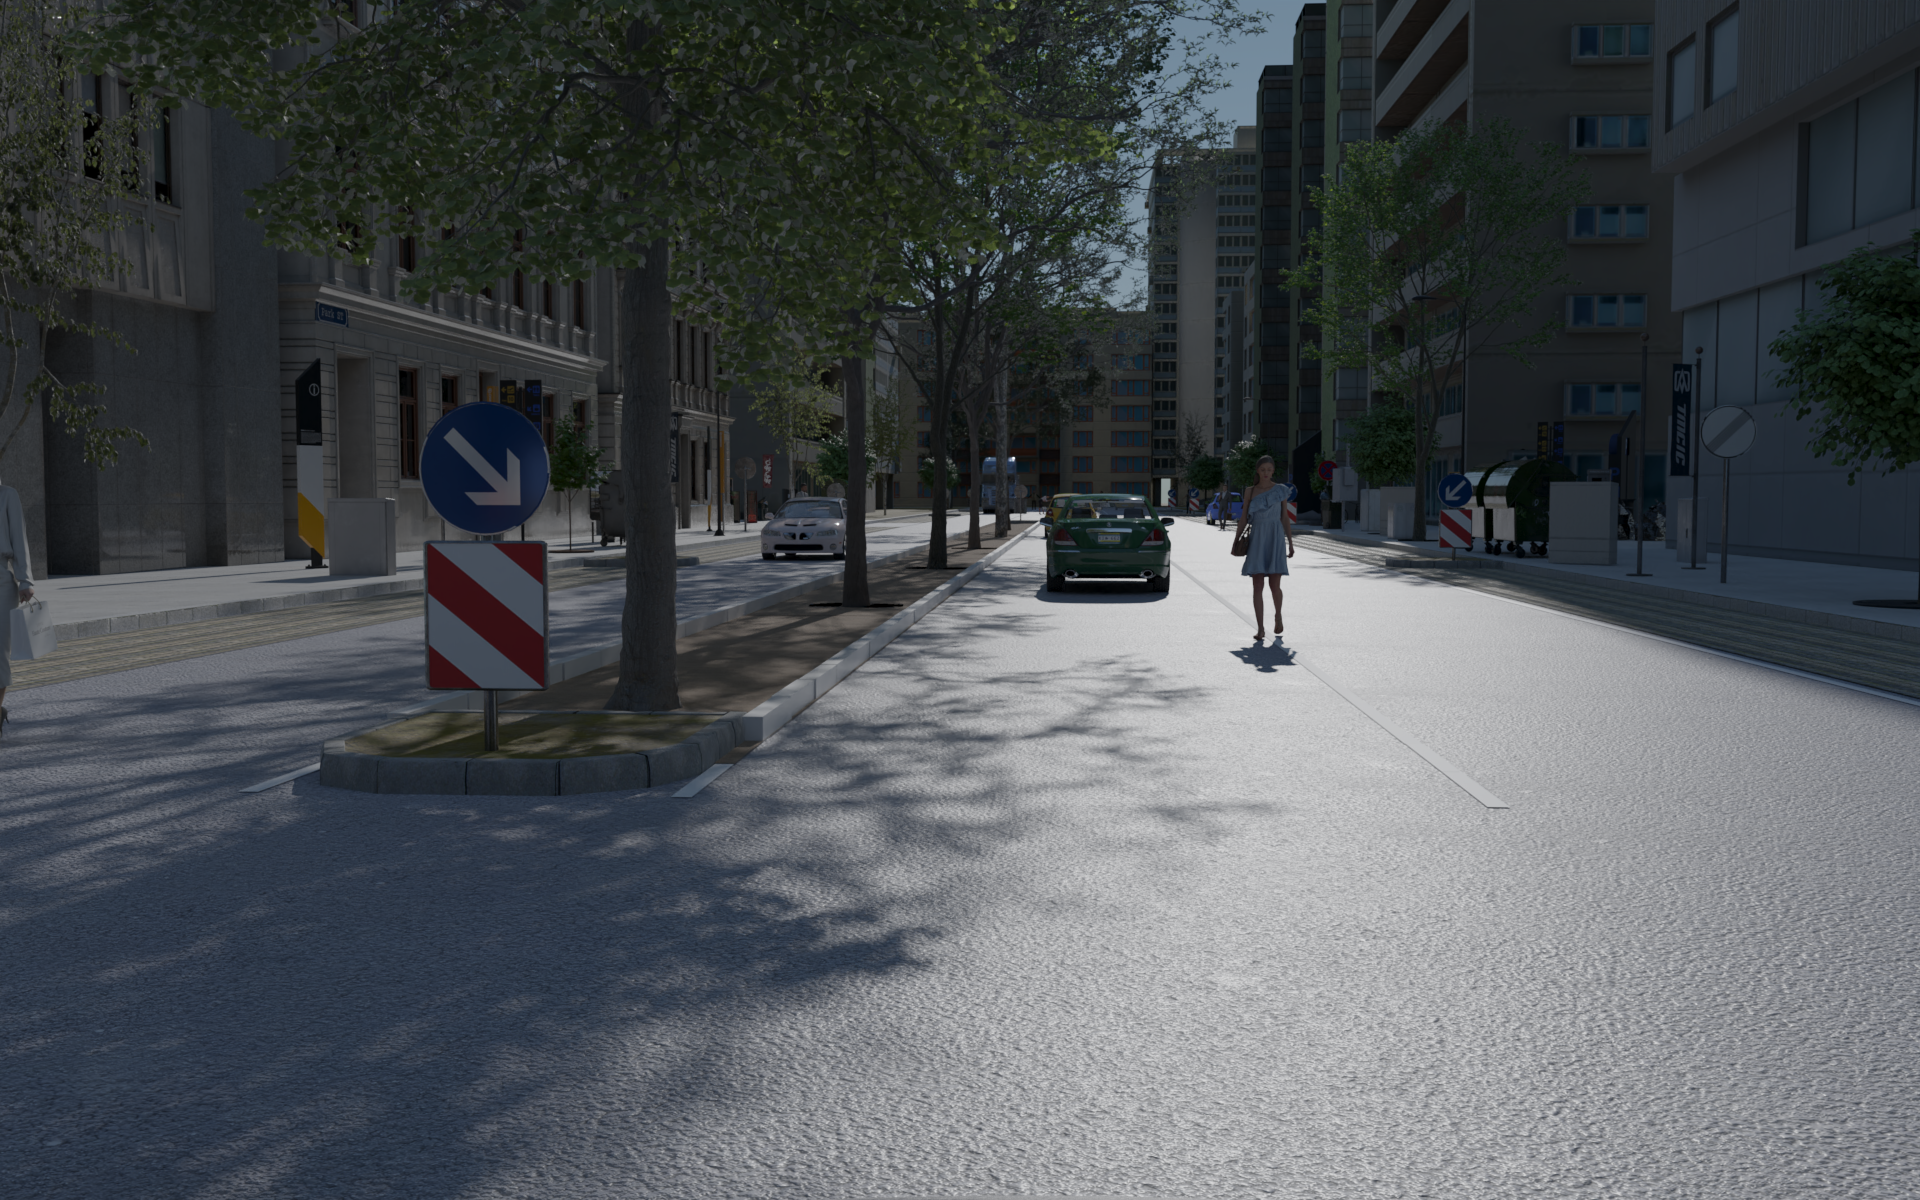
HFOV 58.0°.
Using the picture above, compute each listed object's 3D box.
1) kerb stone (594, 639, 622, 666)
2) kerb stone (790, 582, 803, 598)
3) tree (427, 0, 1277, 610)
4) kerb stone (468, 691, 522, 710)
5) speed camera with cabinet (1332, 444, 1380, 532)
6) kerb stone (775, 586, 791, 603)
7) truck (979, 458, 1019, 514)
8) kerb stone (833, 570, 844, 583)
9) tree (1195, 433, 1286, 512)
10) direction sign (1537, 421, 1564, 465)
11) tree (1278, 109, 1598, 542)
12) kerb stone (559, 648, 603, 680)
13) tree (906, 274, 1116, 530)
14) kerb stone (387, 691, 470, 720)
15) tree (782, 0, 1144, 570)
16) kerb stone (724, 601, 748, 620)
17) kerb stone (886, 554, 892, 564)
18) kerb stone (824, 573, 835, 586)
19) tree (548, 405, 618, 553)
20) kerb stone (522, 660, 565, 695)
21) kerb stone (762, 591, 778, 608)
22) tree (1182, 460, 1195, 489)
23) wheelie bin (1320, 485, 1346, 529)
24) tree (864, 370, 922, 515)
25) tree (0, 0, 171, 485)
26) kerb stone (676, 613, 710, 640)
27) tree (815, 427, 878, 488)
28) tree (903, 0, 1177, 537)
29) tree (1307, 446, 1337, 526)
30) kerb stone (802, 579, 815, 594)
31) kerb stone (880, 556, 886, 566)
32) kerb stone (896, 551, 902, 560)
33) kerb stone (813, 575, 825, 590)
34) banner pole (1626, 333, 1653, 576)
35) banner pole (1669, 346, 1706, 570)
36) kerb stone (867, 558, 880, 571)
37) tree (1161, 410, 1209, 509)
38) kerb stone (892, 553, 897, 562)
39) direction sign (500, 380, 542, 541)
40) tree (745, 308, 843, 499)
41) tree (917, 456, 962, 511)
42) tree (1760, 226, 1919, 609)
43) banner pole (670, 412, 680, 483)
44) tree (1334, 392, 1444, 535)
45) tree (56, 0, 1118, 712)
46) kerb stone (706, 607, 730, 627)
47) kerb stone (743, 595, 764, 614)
[{"bbox_3d":[-2.977,0.455,14.753,0.120,0.150,1.000,0,4,4],"label":"kerb stone"},{"bbox_3d":[-2.341,-0.107,23.941,0.120,0.150,1.000,0,4,4],"label":"kerb stone"},{"bbox_3d":[-1.292,-6.637,21.340,12.009,13.543,11.850,0,3,0],"label":"tree"},{"bbox_3d":[-3.190,0.644,11.672,0.120,0.150,1.000,0,4,4],"label":"kerb stone"},{"bbox_3d":[13.798,-3.971,59.266,2.038,3.252,0.660,-1,4,-15],"label":"speed camera with cabinet"},{"bbox_3d":[-2.411,-0.044,22.921,0.120,0.150,1.000,0,4,4],"label":"kerb stone"},{"bbox_3d":[3.303,-8.807,133.756,2.967,4.110,18.799,0,4,3],"label":"truck"},{"bbox_3d":[-2.049,-0.351,28.023,0.120,0.150,1.000,0,4,4],"label":"kerb stone"},{"bbox_3d":[15.619,-6.642,92.314,4.285,4.588,4.351,0,3,0],"label":"tree"},{"bbox_3d":[18.459,-3.805,54.202,0.379,3.537,0.876,-3,5,-44],"label":"direction sign"},{"bbox_3d":[12.640,-7.395,46.671,9.928,11.665,9.643,0,3,0],"label":"tree"},{"bbox_3d":[-3.043,0.522,13.727,0.120,0.150,1.000,0,4,4],"label":"kerb stone"},{"bbox_3d":[1.918,-8.015,67.914,8.767,10.594,7.601,0,4,4],"label":"tree"},{"bbox_3d":[-3.261,0.707,10.641,0.120,0.150,1.000,0,4,4],"label":"kerb stone"},{"bbox_3d":[-0.321,-6.373,32.405,9.928,11.665,9.643,0,3,0],"label":"tree"},{"bbox_3d":[-2.621,0.143,19.857,0.120,0.150,1.000,0,4,4],"label":"kerb stone"},{"bbox_3d":[-1.556,-0.793,35.170,0.120,0.150,1.000,0,4,4],"label":"kerb stone"},{"bbox_3d":[-2.125,-0.294,27.000,0.120,0.150,1.000,0,4,4],"label":"kerb stone"},{"bbox_3d":[-8.558,-2.639,37.752,1.663,3.219,1.824,0,3,0],"label":"tree"},{"bbox_3d":[-3.123,0.581,12.698,0.120,0.150,1.000,0,4,4],"label":"kerb stone"},{"bbox_3d":[-2.478,0.018,21.900,0.120,0.150,1.000,0,4,4],"label":"kerb stone"},{"bbox_3d":[18.030,-8.746,126.713,4.285,4.588,4.351,0,3,0],"label":"tree"},{"bbox_3d":[13.630,-3.400,63.490,0.980,1.594,0.693,-1,4,-17],"label":"wheelie bin"},{"bbox_3d":[-4.429,-9.390,103.894,4.737,8.622,4.395,0,3,0],"label":"tree"},{"bbox_3d":[-10.468,-4.171,18.553,4.360,8.622,3.978,0,3,0],"label":"tree"},{"bbox_3d":[-2.763,0.268,17.817,0.120,0.150,1.000,0,4,4],"label":"kerb stone"},{"bbox_3d":[-5.612,-6.176,84.685,4.285,4.588,4.351,0,3,0],"label":"tree"},{"bbox_3d":[0.209,-12.182,57.529,12.611,20.169,13.585,0,3,0],"label":"tree"},{"bbox_3d":[14.592,-4.605,69.897,1.663,3.219,1.824,0,3,0],"label":"tree"},{"bbox_3d":[-2.261,-0.169,24.960,0.120,0.150,1.000,0,4,4],"label":"kerb stone"},{"bbox_3d":[-1.627,-0.728,34.151,0.120,0.150,1.000,0,4,4],"label":"kerb stone"},{"bbox_3d":[-1.411,-0.919,37.215,0.120,0.150,1.000,0,4,4],"label":"kerb stone"},{"bbox_3d":[-2.193,-0.231,25.980,0.120,0.150,1.000,0,4,4],"label":"kerb stone"},{"bbox_3d":[10.734,-2.277,27.246,0.401,3.779,0.863,1,4,22],"label":"banner pole"},{"bbox_3d":[12.329,-2.407,29.375,0.863,3.779,0.401,-2,4,-27],"label":"banner pole"},{"bbox_3d":[-1.698,-0.665,33.131,0.120,0.150,1.000,0,4,4],"label":"kerb stone"},{"bbox_3d":[19.479,-12.083,147.923,4.360,8.622,3.978,0,3,0],"label":"tree"},{"bbox_3d":[-1.483,-0.856,36.196,0.120,0.150,1.000,0,4,4],"label":"kerb stone"},{"bbox_3d":[-8.705,-2.594,34.414,0.876,3.537,0.379,1,4,11],"label":"direction sign"},{"bbox_3d":[-6.562,-7.186,67.854,4.360,8.622,3.978,0,3,0],"label":"tree"},{"bbox_3d":[-1.467,-10.175,150.082,4.285,4.588,4.351,0,3,0],"label":"tree"},{"bbox_3d":[11.037,-2.207,19.796,4.285,4.588,4.351,0,3,0],"label":"tree"},{"bbox_3d":[-7.785,-3.457,46.542,0.401,3.779,0.863,-3,5,-43],"label":"banner pole"},{"bbox_3d":[13.684,-4.376,55.269,4.285,4.588,4.351,0,3,0],"label":"tree"},{"bbox_3d":[-2.151,-5.565,11.576,7.486,12.596,7.792,0,3,0],"label":"tree"},{"bbox_3d":[-2.696,0.210,18.838,0.120,0.150,1.000,0,4,4],"label":"kerb stone"},{"bbox_3d":[-2.550,0.081,20.878,0.120,0.150,1.000,0,4,4],"label":"kerb stone"}]
